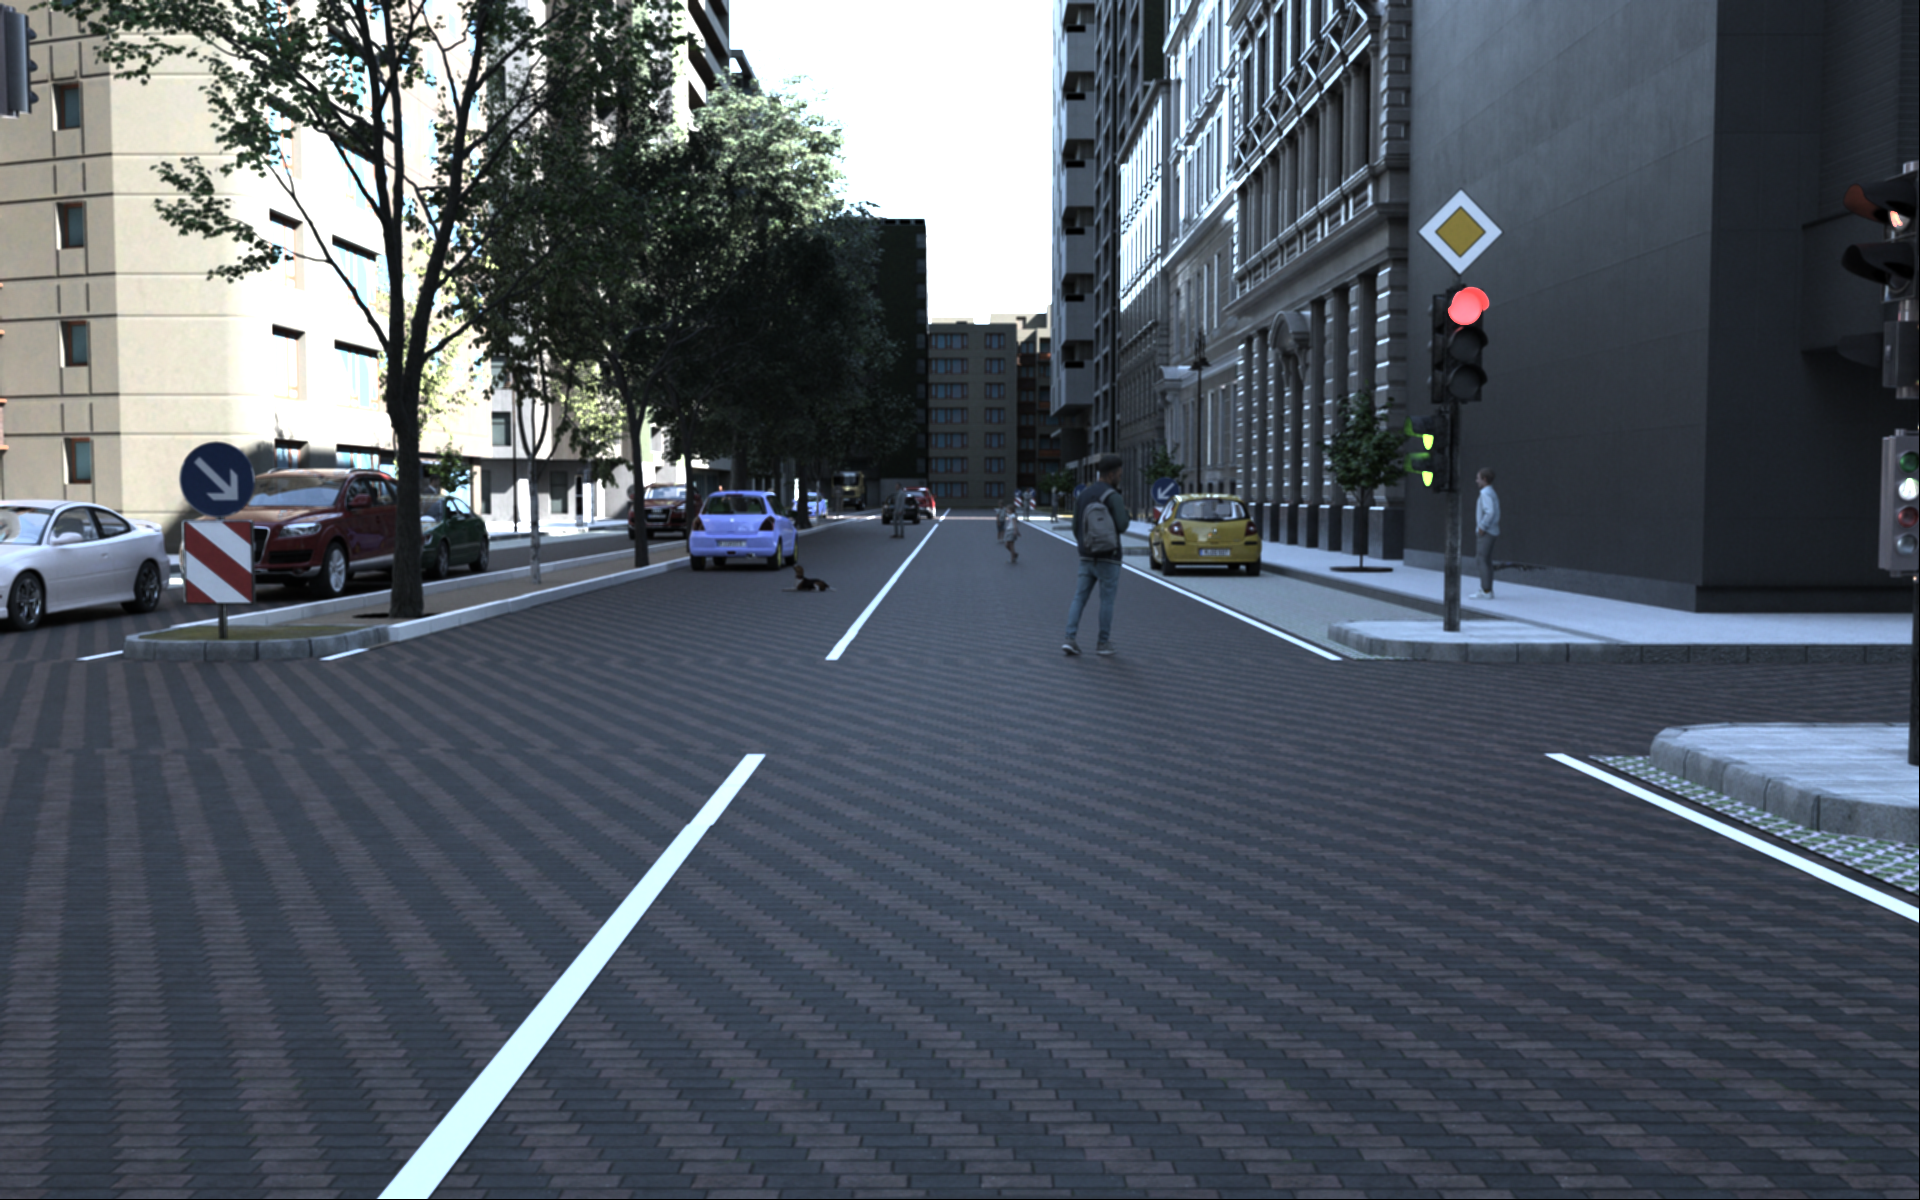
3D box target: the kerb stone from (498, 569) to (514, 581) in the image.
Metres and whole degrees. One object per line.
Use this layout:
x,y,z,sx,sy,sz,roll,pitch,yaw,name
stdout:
-7.582,-0.386,28.549,0.120,0.150,1.000,0,3,0,kerb stone

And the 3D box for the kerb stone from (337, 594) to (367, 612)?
-7.588,0.051,21.370,0.120,0.150,1.000,0,3,0,kerb stone

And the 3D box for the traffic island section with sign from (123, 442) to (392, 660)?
-6.525,-0.474,15.881,2.006,1.907,1.989,0,3,0,traffic island section with sign

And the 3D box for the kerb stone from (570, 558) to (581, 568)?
-7.582,-0.702,33.672,0.120,0.150,1.000,0,3,0,kerb stone

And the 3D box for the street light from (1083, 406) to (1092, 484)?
6.659,-7.224,90.892,0.468,5.910,1.993,0,3,0,street light

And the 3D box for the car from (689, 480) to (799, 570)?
-4.167,-1.481,33.809,1.945,1.707,3.694,0,4,2,car

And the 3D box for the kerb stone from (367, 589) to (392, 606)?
-7.579,-0.011,22.394,0.120,0.150,1.000,0,3,0,kerb stone

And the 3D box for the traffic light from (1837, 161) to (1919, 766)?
2.487,-2.037,7.973,4.771,5.953,1.251,0,3,0,traffic light

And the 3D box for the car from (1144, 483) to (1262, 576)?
4.411,-1.304,31.537,2.015,1.641,3.980,0,4,2,car

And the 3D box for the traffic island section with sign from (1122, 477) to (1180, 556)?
4.650,-1.968,40.811,1.989,1.847,2.006,0,3,0,traffic island section with sign

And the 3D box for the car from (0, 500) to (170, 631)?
-10.685,-0.441,19.569,2.083,1.381,4.827,0,4,-1,car

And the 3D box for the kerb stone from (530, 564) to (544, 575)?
-7.574,-0.514,30.604,0.120,0.150,1.000,0,3,0,kerb stone

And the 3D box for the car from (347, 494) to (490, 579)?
-9.648,-1.151,30.611,2.131,1.459,4.920,0,4,-2,car

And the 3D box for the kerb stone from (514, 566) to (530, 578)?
-7.574,-0.452,29.582,0.120,0.150,1.000,0,3,0,kerb stone

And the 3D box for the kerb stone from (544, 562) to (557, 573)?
-7.587,-0.577,31.626,0.120,0.150,1.000,0,3,0,kerb stone

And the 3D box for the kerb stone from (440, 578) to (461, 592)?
-7.590,-0.201,25.474,0.120,0.150,1.000,0,3,0,kerb stone

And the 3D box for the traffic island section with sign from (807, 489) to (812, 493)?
-12.795,-8.425,146.368,1.989,1.847,2.006,0,3,0,traffic island section with sign

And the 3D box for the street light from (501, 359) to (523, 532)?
-15.145,-5.264,58.862,0.468,5.910,1.993,0,3,0,street light

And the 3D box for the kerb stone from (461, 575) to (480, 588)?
-7.583,-0.263,26.501,0.120,0.150,1.000,0,3,0,kerb stone

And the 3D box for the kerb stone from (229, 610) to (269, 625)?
-7.589,0.238,18.299,0.120,0.150,1.000,0,3,0,kerb stone

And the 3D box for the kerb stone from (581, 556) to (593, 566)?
-7.569,-0.765,34.696,0.120,0.150,1.000,0,3,0,kerb stone

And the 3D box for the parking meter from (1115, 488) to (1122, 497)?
6.383,-3.788,70.340,0.372,1.533,0.369,0,3,0,parking meter

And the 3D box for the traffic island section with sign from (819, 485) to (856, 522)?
-6.481,-5.069,91.020,2.006,1.907,1.989,0,3,0,traffic island section with sign

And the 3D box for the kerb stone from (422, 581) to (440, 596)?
-7.585,-0.138,24.448,0.120,0.150,1.000,0,3,0,kerb stone

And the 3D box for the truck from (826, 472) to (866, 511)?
-9.805,-9.535,151.822,3.469,3.379,9.791,0,4,-1,truck

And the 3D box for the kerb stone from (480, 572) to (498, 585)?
-7.584,-0.326,27.524,0.120,0.150,1.000,0,3,0,kerb stone

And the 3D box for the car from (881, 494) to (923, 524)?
-2.836,-4.522,83.726,2.009,1.686,4.222,0,4,1,car

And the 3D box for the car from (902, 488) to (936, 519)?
-2.575,-5.708,101.992,2.281,1.827,5.304,0,4,2,car

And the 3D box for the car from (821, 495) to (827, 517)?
-9.377,-5.957,109.198,2.131,1.459,4.920,0,4,-1,car

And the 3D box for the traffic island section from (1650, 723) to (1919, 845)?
4.619,0.860,8.227,2.009,0.180,2.903,0,3,0,traffic island section

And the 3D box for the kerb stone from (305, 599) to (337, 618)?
-7.588,0.113,20.347,0.120,0.150,1.000,0,3,0,kerb stone

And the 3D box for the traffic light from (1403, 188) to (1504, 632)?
4.584,-1.662,16.098,0.839,4.253,0.868,0,3,0,traffic light

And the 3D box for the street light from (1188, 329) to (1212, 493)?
6.697,-4.631,48.502,0.468,5.910,1.993,0,3,0,street light

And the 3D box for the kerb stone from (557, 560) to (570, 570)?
-7.576,-0.639,32.650,0.120,0.150,1.000,0,3,0,kerb stone

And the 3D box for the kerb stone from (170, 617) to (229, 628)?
-7.590,0.301,17.277,0.120,0.150,1.000,0,3,0,kerb stone

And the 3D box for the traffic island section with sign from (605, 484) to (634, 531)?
-12.852,-3.652,68.345,1.989,1.847,2.006,0,3,0,traffic island section with sign

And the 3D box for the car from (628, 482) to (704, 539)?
-9.524,-2.930,56.573,2.281,1.827,5.304,0,4,-2,car

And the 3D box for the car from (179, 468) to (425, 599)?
-9.509,-1.022,25.379,2.281,1.827,5.304,0,4,1,car

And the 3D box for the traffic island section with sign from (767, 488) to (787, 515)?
-12.826,-6.699,118.156,1.989,1.847,2.006,0,3,0,traffic island section with sign

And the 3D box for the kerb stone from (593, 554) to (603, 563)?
-7.573,-0.827,35.724,0.120,0.150,1.000,0,3,0,kerb stone

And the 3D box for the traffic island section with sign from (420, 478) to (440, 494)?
-12.878,-2.004,41.390,1.989,1.847,2.006,0,3,0,traffic island section with sign

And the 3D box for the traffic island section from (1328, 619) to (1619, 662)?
4.624,0.371,16.212,2.009,0.180,2.903,0,3,0,traffic island section

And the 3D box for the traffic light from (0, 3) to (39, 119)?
-11.085,-2.536,16.129,4.771,5.953,1.251,0,3,0,traffic light

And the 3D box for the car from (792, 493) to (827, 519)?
-8.677,-5.525,99.926,1.945,1.707,3.694,0,4,1,car

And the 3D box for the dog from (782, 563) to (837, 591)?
-2.225,-0.329,25.579,0.748,0.427,0.550,3,5,40,dog

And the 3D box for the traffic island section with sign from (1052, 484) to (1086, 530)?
4.672,-3.668,68.599,1.989,1.847,2.006,0,3,0,traffic island section with sign

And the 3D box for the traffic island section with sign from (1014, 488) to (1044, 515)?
4.695,-6.697,118.128,1.989,1.847,2.006,0,3,0,traffic island section with sign

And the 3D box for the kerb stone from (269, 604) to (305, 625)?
-7.589,0.179,19.323,0.120,0.150,1.000,0,3,0,kerb stone
